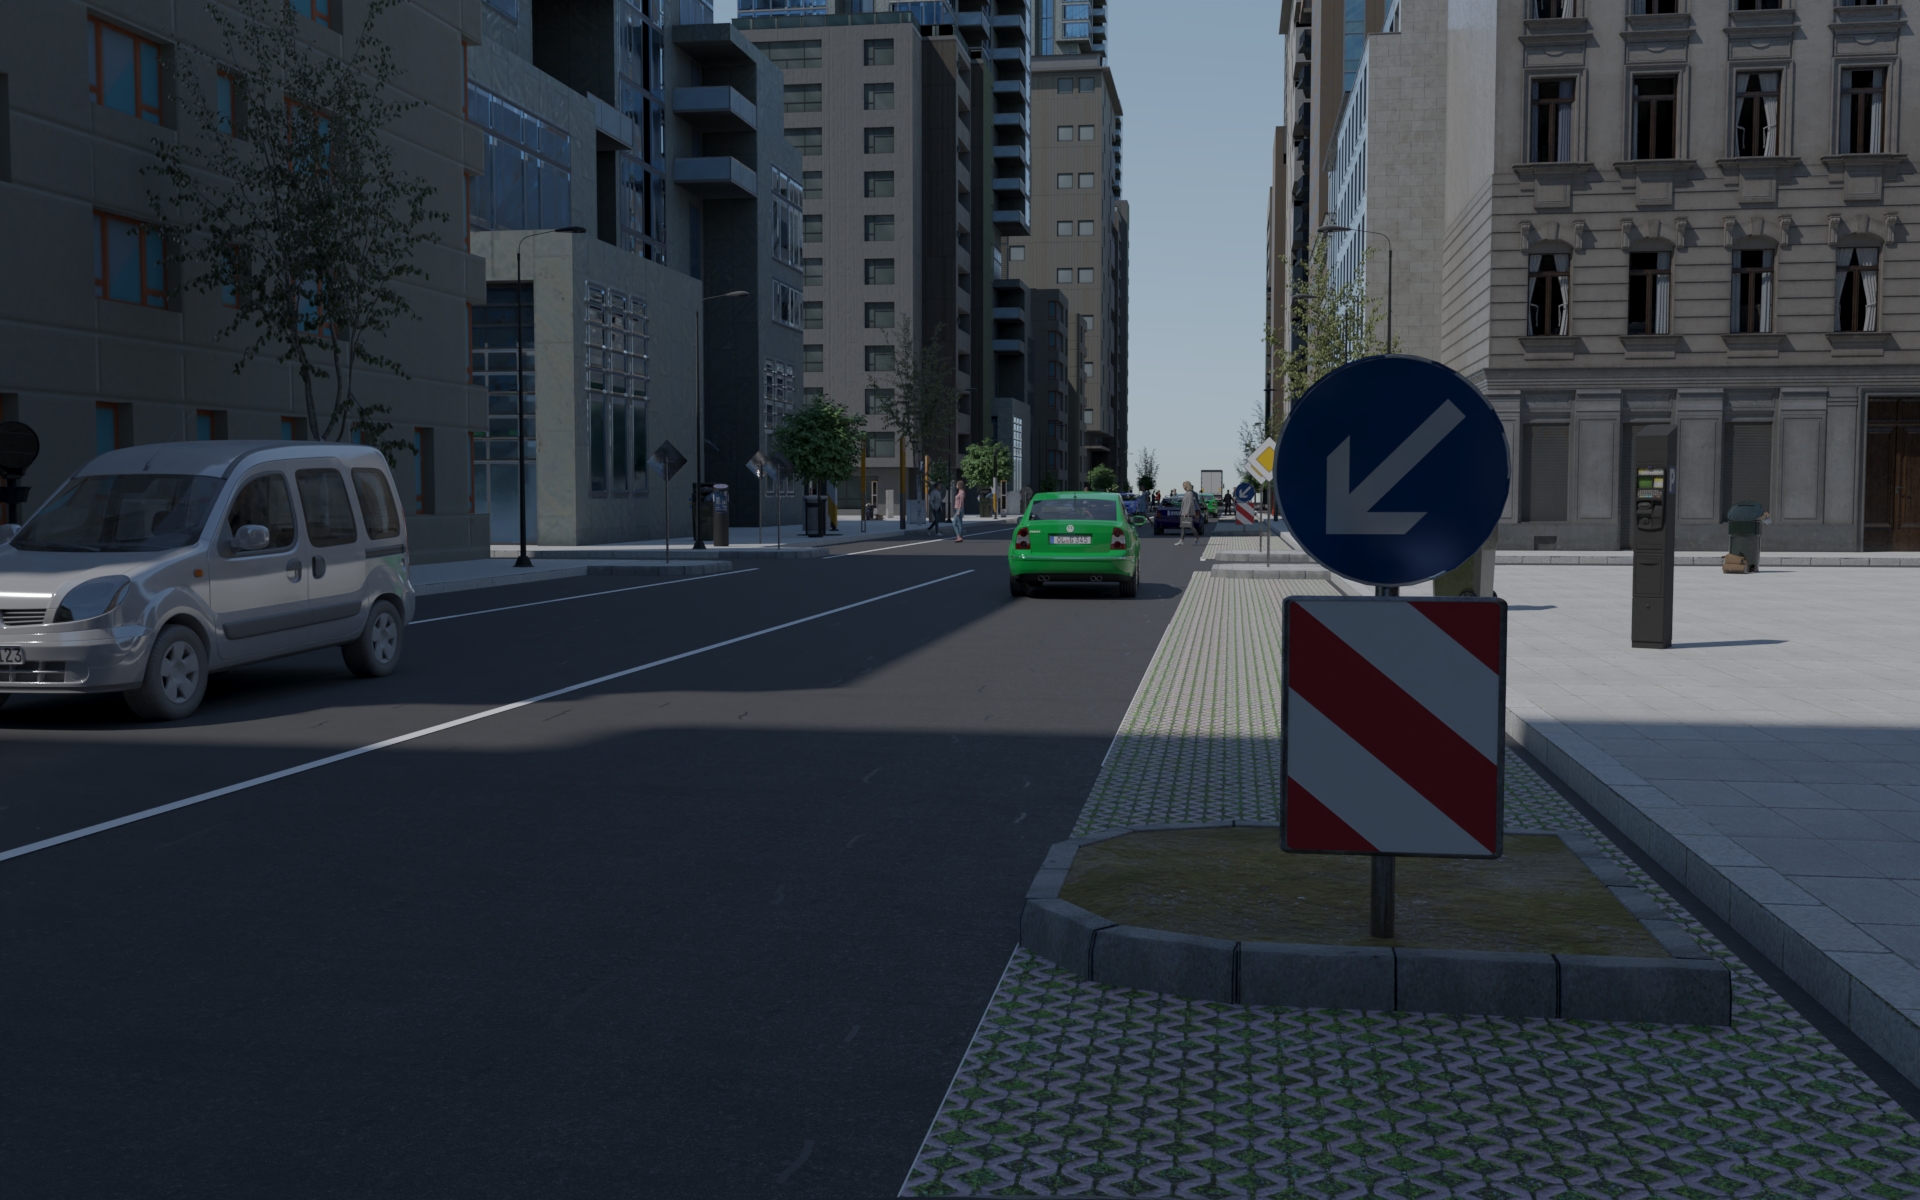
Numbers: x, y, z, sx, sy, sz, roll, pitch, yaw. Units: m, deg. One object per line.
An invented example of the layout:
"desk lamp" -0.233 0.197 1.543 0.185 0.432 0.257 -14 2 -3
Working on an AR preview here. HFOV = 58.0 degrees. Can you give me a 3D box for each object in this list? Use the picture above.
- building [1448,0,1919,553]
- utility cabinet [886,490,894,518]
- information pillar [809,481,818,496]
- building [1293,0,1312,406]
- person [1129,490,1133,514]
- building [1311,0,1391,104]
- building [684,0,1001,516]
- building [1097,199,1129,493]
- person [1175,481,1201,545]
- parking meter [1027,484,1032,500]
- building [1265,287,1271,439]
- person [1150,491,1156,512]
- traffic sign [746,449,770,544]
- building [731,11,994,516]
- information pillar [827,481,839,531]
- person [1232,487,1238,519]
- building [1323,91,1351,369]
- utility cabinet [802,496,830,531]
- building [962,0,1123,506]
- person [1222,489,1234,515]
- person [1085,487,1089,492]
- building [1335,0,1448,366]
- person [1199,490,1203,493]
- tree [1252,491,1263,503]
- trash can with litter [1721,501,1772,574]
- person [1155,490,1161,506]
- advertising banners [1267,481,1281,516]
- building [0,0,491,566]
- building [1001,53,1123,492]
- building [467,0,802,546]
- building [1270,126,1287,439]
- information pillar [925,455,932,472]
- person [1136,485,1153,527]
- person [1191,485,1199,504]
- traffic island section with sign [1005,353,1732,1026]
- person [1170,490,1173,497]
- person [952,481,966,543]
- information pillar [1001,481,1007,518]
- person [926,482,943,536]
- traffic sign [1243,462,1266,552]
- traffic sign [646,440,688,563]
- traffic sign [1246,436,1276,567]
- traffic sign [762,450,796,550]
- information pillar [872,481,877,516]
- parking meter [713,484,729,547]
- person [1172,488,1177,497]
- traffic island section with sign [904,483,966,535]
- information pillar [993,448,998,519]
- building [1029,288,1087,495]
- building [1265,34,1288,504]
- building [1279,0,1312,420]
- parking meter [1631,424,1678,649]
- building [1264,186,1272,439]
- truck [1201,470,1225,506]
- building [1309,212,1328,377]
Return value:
"building" 21.373 -11.785 41.841 18.267 20.994 9.793 1 4 9
"utility cabinet" -3.757 -5.115 92.307 0.318 1.500 1.173 0 4 -8
"information pillar" -6.632 -4.519 78.379 0.304 2.012 0.304 -2 4 -27
"building" 38.809 -29.760 141.199 22.147 44.769 28.867 1 4 9
"person" 12.234 -6.949 122.831 0.721 1.735 1.217 1 4 10
"building" 31.677 -28.773 120.541 14.600 45.320 14.200 1 4 9
"building" -5.149 -50.017 130.448 22.319 86.520 31.000 1 4 9
"building" 15.453 -33.733 235.122 14.154 41.232 14.086 1 4 9
"person" 6.390 -2.428 48.376 0.728 1.800 0.709 0 4 -4
"parking meter" 4.200 -6.099 105.431 0.255 1.863 0.399 2 4 29
"building" 49.441 -28.649 240.119 14.160 30.474 14.107 1 4 9
"person" 15.688 -8.014 140.444 0.530 1.710 0.541 0 4 -5
"traffic sign" -5.175 -2.672 44.871 0.795 2.450 0.064 1 4 13
"building" -5.795 -20.583 108.239 14.160 30.474 14.107 1 4 9
"information pillar" -4.412 -4.199 60.005 0.183 3.616 0.504 -3 4 -37
"person" 16.006 -5.635 100.437 0.447 1.846 0.655 -1 4 -22
"building" 22.709 -14.294 82.863 9.793 20.994 18.267 1 4 9
"utility cabinet" -5.033 -3.034 60.762 1.020 1.237 0.306 -3 5 -39
"building" 14.091 -57.748 256.846 22.319 86.520 31.000 1 4 9
"person" 18.765 -6.853 121.092 0.434 1.755 0.990 -3 5 -40
"person" 7.182 -5.440 97.545 0.778 1.811 0.616 3 4 37
"building" 19.905 -12.855 64.937 10.420 20.320 16.860 1 4 9
"person" 16.980 -6.851 121.297 0.721 1.735 1.217 1 4 22
"tree" 44.057 -16.220 259.798 1.663 3.219 1.824 0 3 0
"trash can with litter" 12.737 -1.022 28.094 0.624 1.170 1.055 2 4 34
"person" 19.023 -9.633 165.931 0.705 1.831 1.348 2 4 27
"advertising banners" 18.264 -6.388 100.626 0.090 3.025 2.074 -1 4 -13
"building" -25.720 -10.841 22.283 28.899 21.520 27.650 1 4 9
"building" 4.961 -38.221 214.157 28.713 52.752 27.495 1 4 9
"building" -18.041 -45.515 56.845 22.319 86.520 31.000 1 4 9
"building" 44.033 -33.958 205.320 14.600 45.320 14.200 1 4 9
"information pillar" -1.809 -6.677 100.515 0.504 3.616 0.183 3 4 38
"person" 7.946 -4.046 74.746 0.778 1.811 0.616 -1 4 -15
"person" 9.609 -3.884 72.120 0.709 1.813 0.853 -2 4 -27
"traffic island section with sign" 1.237 0.178 5.710 1.989 1.847 2.006 1 4 9
"person" 18.653 -8.796 152.335 0.705 1.821 1.348 0 4 6
"person" -0.030 -2.612 51.217 0.388 1.821 0.555 -1 4 -16
"information pillar" 2.383 -5.506 94.513 0.304 2.012 0.304 0 4 -2
"person" -0.895 -3.129 59.508 0.795 1.843 0.661 2 4 29
"traffic sign" 6.636 -2.112 38.180 0.795 2.450 0.064 1 4 9
"traffic sign" -5.410 -1.734 31.999 0.795 2.450 0.064 1 4 9
"traffic sign" 5.399 -1.630 30.291 0.795 2.450 0.064 1 4 9
"traffic sign" -4.174 -2.217 39.889 0.795 2.450 0.064 1 4 9
"information pillar" -4.963 -5.877 100.584 0.304 2.012 0.304 -1 4 -9
"parking meter" -5.841 -2.075 42.335 0.372 1.533 0.369 0 3 0
"person" 13.149 -5.973 106.560 0.834 1.777 0.661 1 4 22
"traffic island section with sign" -0.828 -3.229 61.416 1.989 1.847 2.006 1 4 9
"information pillar" 1.788 -5.889 87.636 0.183 3.616 0.504 1 4 13
"building" -3.106 -19.409 162.370 27.650 21.520 28.899 1 4 9
"building" 49.600 -47.890 221.245 20.563 71.187 20.611 1 4 9
"building" 45.670 -35.420 168.355 28.713 52.752 27.495 1 4 9
"parking meter" 5.785 -0.533 14.432 0.255 1.863 0.399 2 4 35
"building" 56.264 -38.706 256.539 21.300 48.544 21.600 1 4 9
"truck" 29.791 -13.195 204.649 2.839 4.237 11.283 1 4 9
"building" 26.151 -14.479 101.352 10.561 19.102 19.286 1 4 9
